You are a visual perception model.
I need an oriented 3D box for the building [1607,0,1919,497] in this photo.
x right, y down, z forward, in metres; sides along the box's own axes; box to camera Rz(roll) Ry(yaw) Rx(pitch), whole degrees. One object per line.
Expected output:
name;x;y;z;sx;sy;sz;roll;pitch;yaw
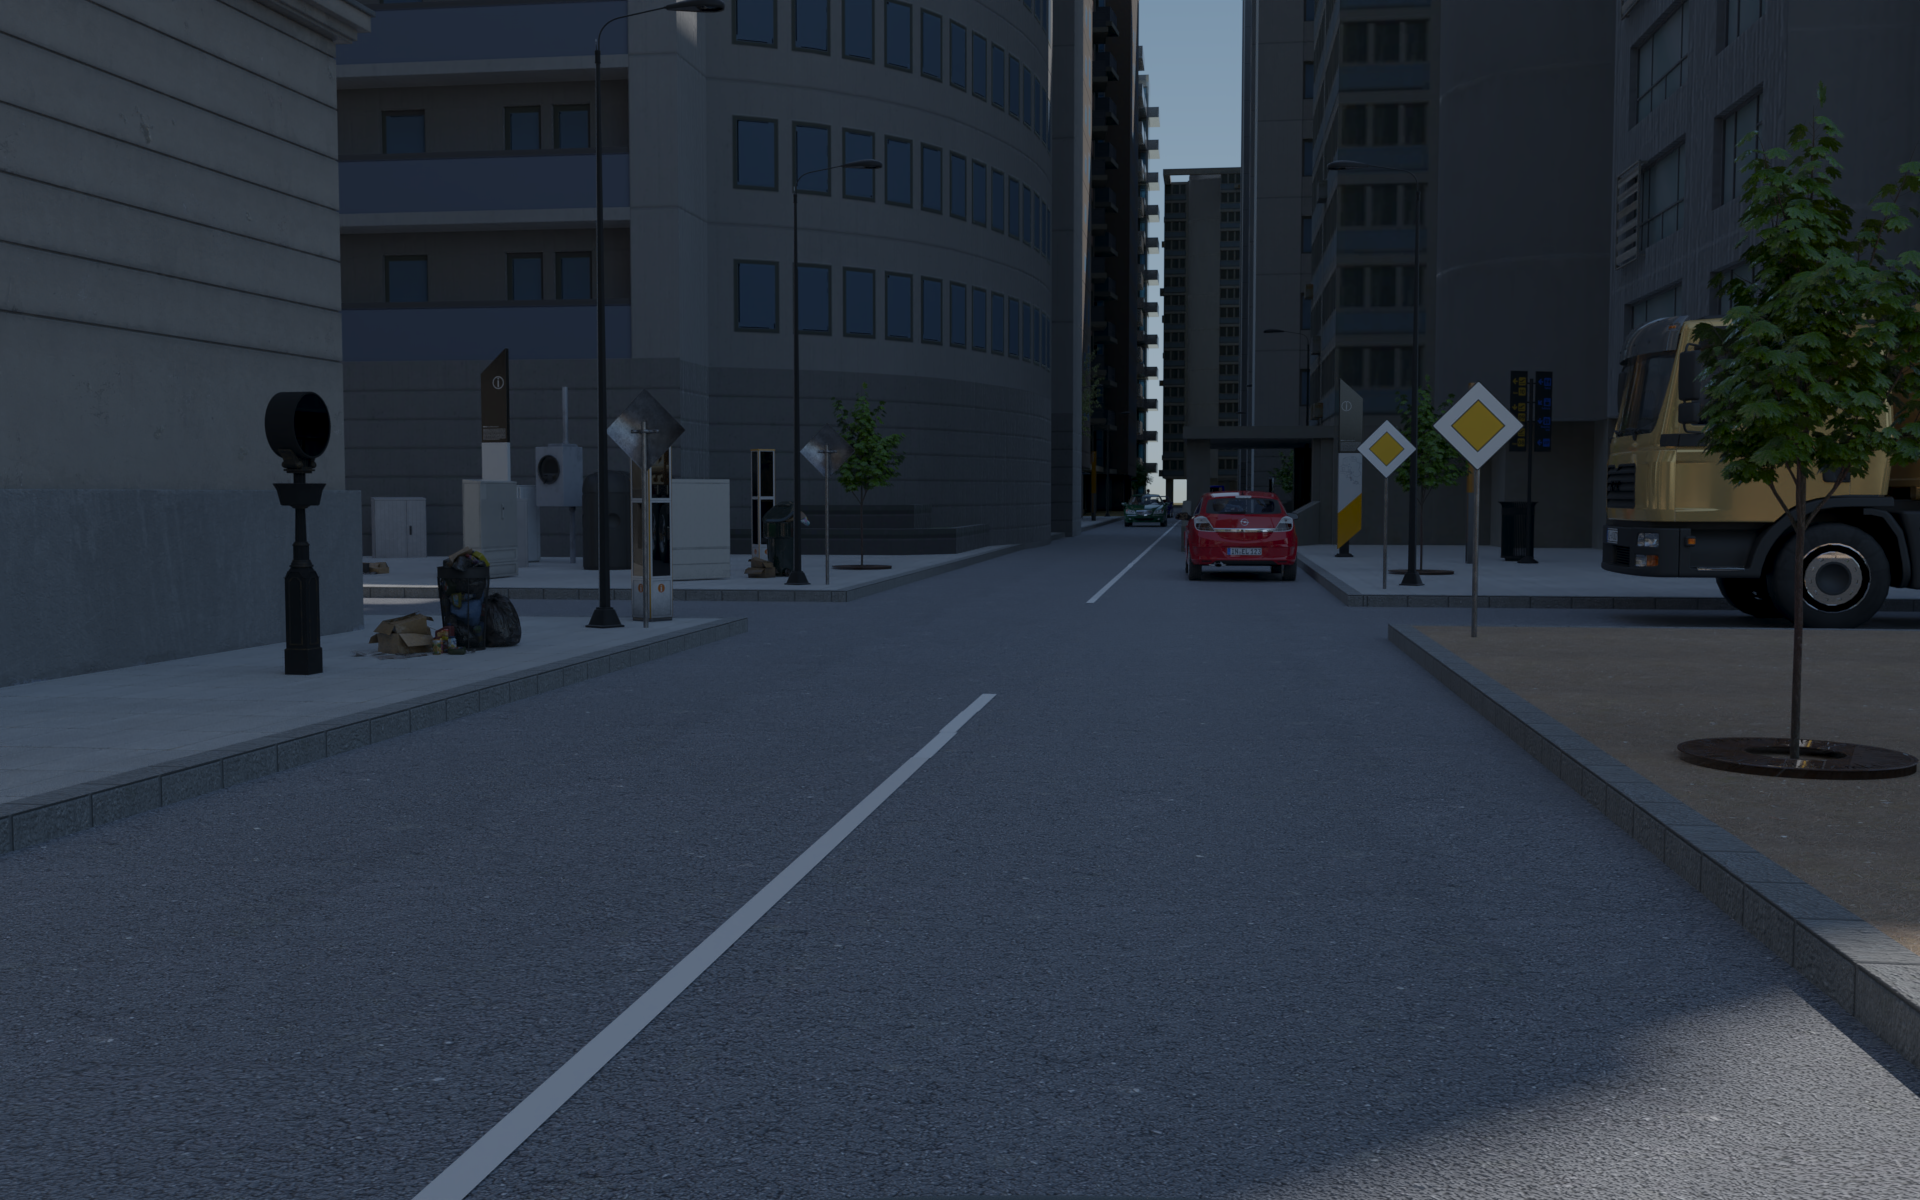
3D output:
building;19.295;-21.018;27.231;14.086;41.232;14.154;1;4;8

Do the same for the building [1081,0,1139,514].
building;6.615;-29.646;134.826;14.600;45.320;14.200;1;4;8

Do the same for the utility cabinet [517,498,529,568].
utility cabinet;-7.949;-1.191;30.629;0.306;1.237;1.020;-2;4;-35

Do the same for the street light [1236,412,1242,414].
street light;16.252;-7.657;97.730;1.470;5.913;1.316;1;4;8

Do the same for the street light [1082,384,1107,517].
street light;5.361;-6.177;73.537;1.470;5.913;1.316;1;4;8

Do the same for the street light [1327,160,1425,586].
street light;5.809;-3.161;24.223;1.470;5.913;1.316;1;4;8

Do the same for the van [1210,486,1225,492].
van;18.487;-7.517;127.294;2.240;2.365;5.245;0;4;6

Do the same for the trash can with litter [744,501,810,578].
trash can with litter;-2.839;-0.939;26.747;0.624;1.170;1.055;2;4;28

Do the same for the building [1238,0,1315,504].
building;36.001;-37.594;156.661;21.231;58.520;28.212;1;4;8

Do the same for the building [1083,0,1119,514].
building;-1.047;-28.110;114.226;22.147;44.769;28.867;1;4;8

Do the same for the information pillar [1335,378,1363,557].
information pillar;7.896;-2.677;35.125;0.504;3.616;0.183;0;4;-1

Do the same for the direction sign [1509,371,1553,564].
direction sign;10.518;-2.445;31.970;0.876;3.537;0.379;-1;4;-16

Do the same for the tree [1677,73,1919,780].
tree;3.898;-0.824;8.071;1.663;3.219;1.824;0;3;0

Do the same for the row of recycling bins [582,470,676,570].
row of recycling bins;-5.862;-1.450;30.819;1.069;1.692;3.534;0;4;8

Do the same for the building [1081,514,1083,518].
building;-0.744;-26.732;87.176;14.600;45.320;14.200;1;4;8

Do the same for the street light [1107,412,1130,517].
street light;8.911;-7.675;98.030;1.470;5.913;1.316;1;4;8

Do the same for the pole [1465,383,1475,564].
pole;9.404;-2.322;31.802;0.158;3.312;0.155;0;3;0

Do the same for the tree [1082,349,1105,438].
tree;3.615;-7.307;69.838;4.737;8.622;4.395;0;3;0

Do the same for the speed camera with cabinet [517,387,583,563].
speed camera with cabinet;-7.982;-2.318;32.230;2.038;3.252;0.660;2;4;29

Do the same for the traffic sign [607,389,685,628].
traffic sign;-3.011;-0.790;16.562;0.795;2.450;0.064;1;4;8

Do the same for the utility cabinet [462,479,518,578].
utility cabinet;-7.120;-1.079;26.327;0.318;1.500;1.173;1;4;12

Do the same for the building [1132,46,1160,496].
building;7.038;-35.164;194.546;30.456;49.044;23.786;1;4;8

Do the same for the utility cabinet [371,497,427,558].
utility cabinet;-11.293;-1.451;34.880;1.020;1.237;0.306;-2;4;-31

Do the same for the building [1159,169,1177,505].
building;34.651;-30.755;194.727;23.993;40.220;32.217;1;4;8

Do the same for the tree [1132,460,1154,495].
tree;14.810;-10.068;148.327;4.285;4.588;4.351;0;3;0

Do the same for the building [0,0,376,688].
building;-17.536;-13.674;10.965;23.554;28.519;14.401;1;4;8

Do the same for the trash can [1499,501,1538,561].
trash can;10.670;-1.314;33.135;0.748;1.137;0.748;0;3;0

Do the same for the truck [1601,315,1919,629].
truck;11.320;-1.392;18.685;9.791;3.379;3.469;1;4;10

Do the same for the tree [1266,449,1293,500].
tree;12.709;-4.359;65.870;1.663;3.219;1.824;0;3;0

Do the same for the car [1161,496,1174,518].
car;11.900;-5.605;104.215;1.945;1.354;3.894;1;4;10

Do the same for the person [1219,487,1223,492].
person;13.710;-5.067;91.446;0.694;1.812;0.767;2;4;26

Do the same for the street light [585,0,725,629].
street light;-2.888;-2.684;16.429;1.470;5.913;1.316;1;4;8

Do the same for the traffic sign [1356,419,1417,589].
traffic sign;5.738;-1.206;23.356;0.795;2.450;0.064;1;4;8

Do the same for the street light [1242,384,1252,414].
street light;12.786;-6.158;73.226;1.470;5.913;1.316;1;4;8

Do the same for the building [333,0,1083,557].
building;-8.055;-30.920;47.533;21.231;58.520;28.212;1;4;8

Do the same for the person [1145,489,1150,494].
person;10.964;-5.554;100.094;0.721;1.735;1.217;0;4;-1

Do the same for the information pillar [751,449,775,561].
information pillar;-3.232;-1.466;28.458;0.304;2.012;0.304;-2;4;-31

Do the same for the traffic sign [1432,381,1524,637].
traffic sign;4.602;-0.722;15.452;0.795;2.450;0.064;1;4;8

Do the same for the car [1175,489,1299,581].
car;4.829;-1.288;30.091;2.155;1.783;4.494;0;4;6

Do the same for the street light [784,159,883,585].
street light;-1.767;-3.164;24.268;1.470;5.913;1.316;1;4;8

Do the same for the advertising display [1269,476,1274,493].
advertising display;11.429;-3.568;63.558;0.123;1.923;0.974;1;4;15

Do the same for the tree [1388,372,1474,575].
tree;7.404;-2.020;27.625;1.663;3.219;1.824;0;3;0

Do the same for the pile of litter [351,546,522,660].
pile of litter;-4.323;-0.019;14.277;1.176;0.858;1.719;2;4;34

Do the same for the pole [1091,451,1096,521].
pole;6.407;-5.447;82.901;0.158;3.312;0.155;0;3;0

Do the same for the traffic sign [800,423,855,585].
traffic sign;-1.876;-1.274;24.467;0.795;2.450;0.064;1;4;8

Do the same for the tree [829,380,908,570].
tree;-1.623;-2.137;29.534;1.663;3.219;1.824;0;3;0

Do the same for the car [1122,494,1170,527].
car;8.300;-4.001;77.216;2.131;1.459;4.920;0;4;8

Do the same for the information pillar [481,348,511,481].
information pillar;-7.459;-2.235;27.900;0.504;3.616;0.183;1;4;17

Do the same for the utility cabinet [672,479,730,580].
utility cabinet;-4.000;-1.044;25.755;1.173;1.500;0.318;-3;5;-41

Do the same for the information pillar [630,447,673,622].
information pillar;-3.116;-0.795;17.488;0.304;2.012;0.304;3;5;40

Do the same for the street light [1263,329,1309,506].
street light;9.220;-4.660;48.736;1.470;5.913;1.316;1;4;8

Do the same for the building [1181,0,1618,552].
building;22.409;-21.674;46.251;32.217;40.220;23.993;1;4;8

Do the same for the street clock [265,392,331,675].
street clock;-4.683;-0.473;12.303;0.358;2.002;0.471;1;4;12
